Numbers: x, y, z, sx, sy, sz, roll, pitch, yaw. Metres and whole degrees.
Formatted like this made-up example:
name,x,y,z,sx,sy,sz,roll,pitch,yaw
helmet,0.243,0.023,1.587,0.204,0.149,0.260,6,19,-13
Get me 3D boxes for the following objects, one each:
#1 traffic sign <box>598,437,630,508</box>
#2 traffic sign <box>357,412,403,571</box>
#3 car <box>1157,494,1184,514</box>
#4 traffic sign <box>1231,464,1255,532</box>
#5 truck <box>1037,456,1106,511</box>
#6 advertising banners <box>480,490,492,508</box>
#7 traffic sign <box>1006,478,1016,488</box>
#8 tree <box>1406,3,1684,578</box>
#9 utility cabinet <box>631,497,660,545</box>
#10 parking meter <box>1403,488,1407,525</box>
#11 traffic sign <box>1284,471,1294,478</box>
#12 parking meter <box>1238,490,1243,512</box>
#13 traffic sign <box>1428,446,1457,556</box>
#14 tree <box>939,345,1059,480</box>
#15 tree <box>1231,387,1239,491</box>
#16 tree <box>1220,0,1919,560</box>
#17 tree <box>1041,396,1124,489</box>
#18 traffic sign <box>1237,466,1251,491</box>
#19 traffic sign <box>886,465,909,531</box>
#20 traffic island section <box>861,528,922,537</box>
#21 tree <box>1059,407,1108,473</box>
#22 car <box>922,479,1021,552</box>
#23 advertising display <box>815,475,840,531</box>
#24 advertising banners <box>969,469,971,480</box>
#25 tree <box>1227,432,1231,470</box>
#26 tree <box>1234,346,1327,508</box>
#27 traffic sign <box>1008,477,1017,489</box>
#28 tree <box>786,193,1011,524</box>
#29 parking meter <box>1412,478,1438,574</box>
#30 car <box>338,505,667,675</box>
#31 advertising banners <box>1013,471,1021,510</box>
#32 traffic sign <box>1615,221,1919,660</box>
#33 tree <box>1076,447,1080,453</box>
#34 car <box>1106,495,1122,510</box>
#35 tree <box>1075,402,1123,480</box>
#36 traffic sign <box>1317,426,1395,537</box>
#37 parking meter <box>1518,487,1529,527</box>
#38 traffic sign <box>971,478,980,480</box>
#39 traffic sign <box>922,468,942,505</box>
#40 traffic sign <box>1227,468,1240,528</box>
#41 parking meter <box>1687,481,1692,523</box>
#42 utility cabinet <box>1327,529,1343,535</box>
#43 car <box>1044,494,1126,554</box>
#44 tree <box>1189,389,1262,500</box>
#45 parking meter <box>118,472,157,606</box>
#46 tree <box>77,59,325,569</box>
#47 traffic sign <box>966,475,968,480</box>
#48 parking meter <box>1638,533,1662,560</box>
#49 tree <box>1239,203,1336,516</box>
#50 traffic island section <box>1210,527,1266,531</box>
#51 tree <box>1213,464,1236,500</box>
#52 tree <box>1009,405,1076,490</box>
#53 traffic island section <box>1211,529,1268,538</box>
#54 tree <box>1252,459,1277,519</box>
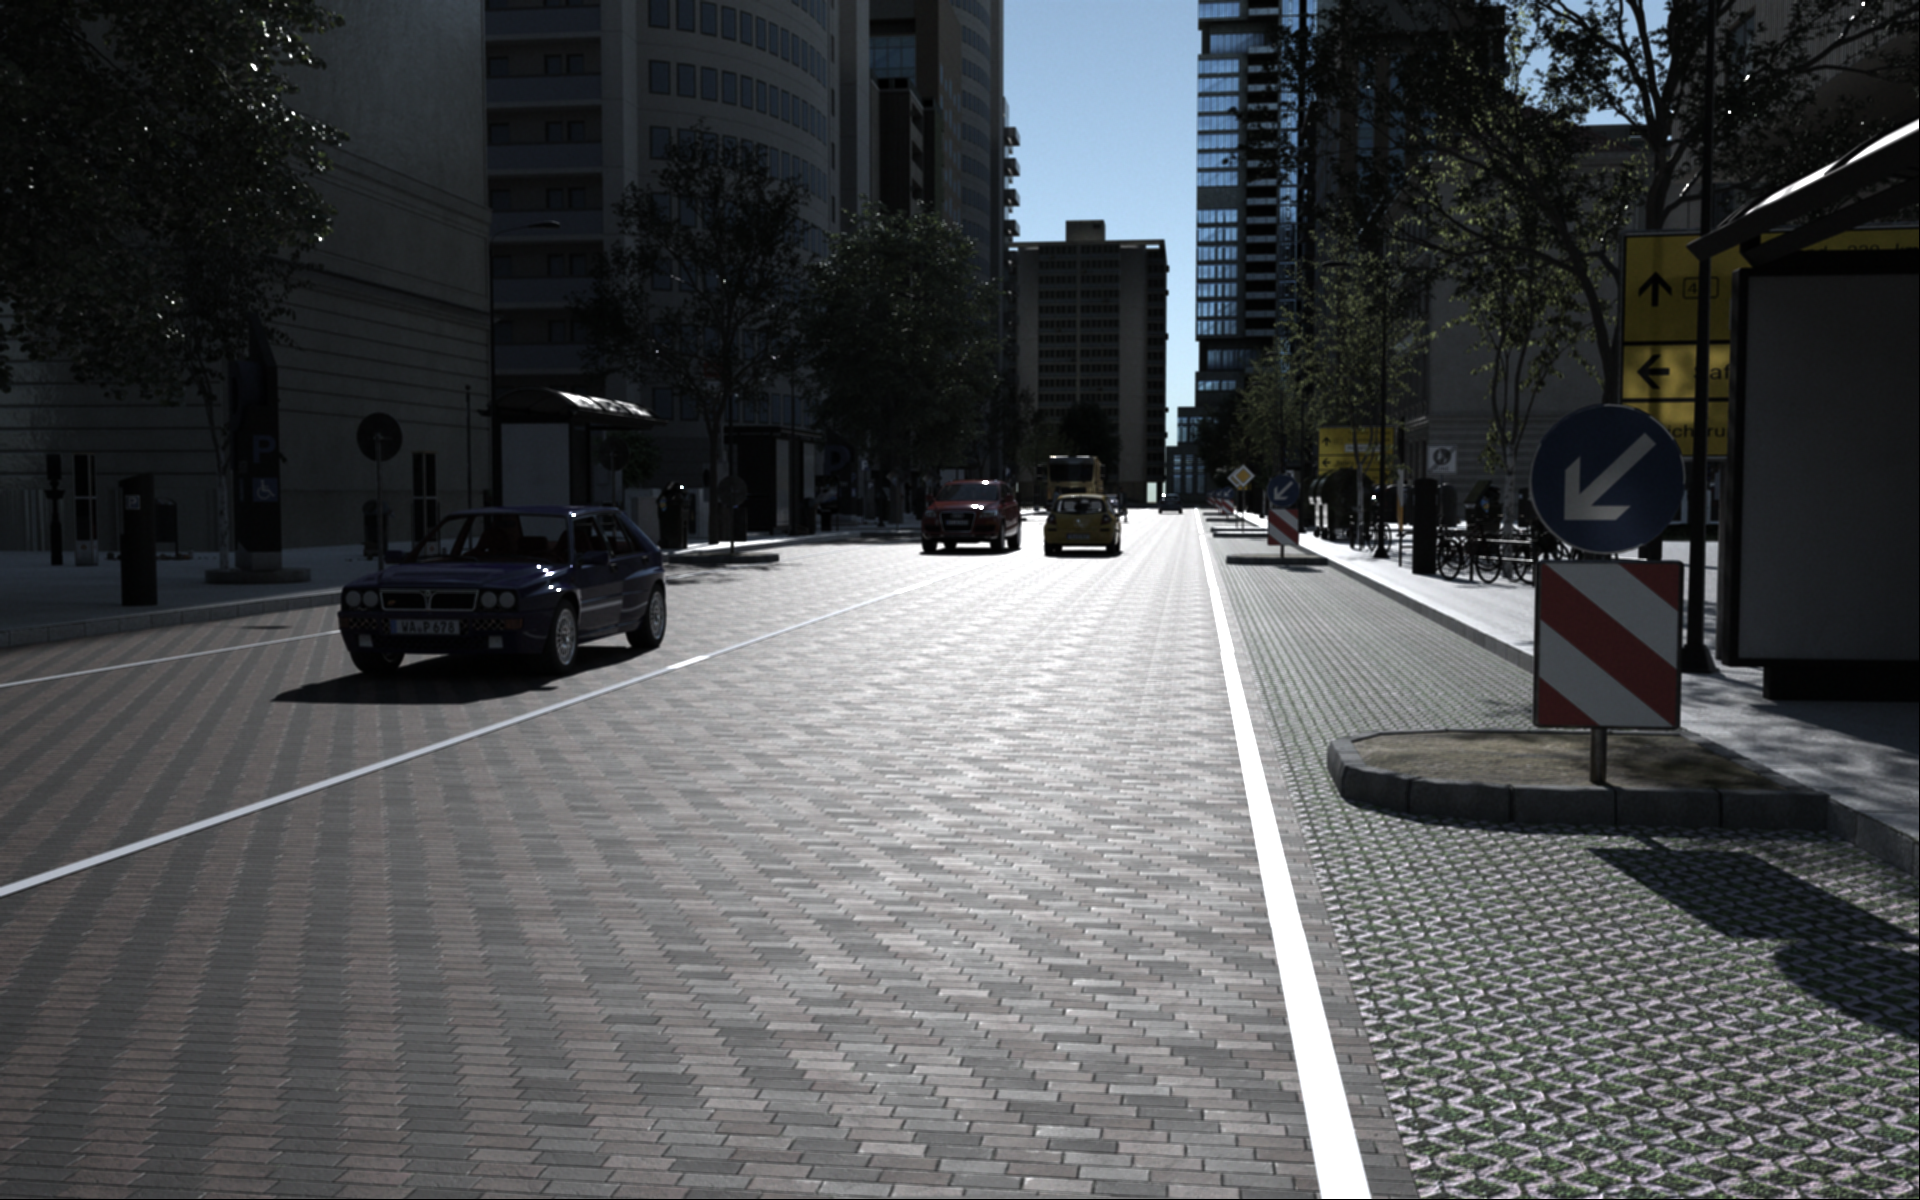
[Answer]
name,x,y,z,sx,sy,sz,roll,pitch,yaw
traffic sign,-7.667,-2.339,38.350,0.768,2.556,0.104,1,4,16
traffic sign,-9.067,-1.648,27.051,0.768,2.556,0.104,1,4,9
car,15.605,-7.121,128.424,2.014,1.417,4.499,0,4,7
traffic sign,9.442,-3.311,57.770,0.795,2.450,0.064,0,4,8
truck,6.085,-5.839,91.393,3.469,3.379,9.791,0,4,7
advertising banners,-12.686,-3.270,49.653,2.074,3.025,0.090,-1,4,-17
traffic sign,3.536,-7.302,120.570,0.795,2.450,0.064,1,4,10
tree,8.611,-4.646,26.324,4.360,8.622,3.978,0,3,0
utility cabinet,-7.837,-1.999,43.853,0.306,1.237,1.020,3,5,43
parking meter,18.578,-3.933,72.708,0.372,1.533,0.369,0,3,0
traffic sign,13.995,-4.409,74.212,0.606,2.300,0.079,1,4,12
parking meter,19.614,-6.890,121.067,0.372,1.533,0.369,0,3,0
traffic sign,10.018,-2.074,36.046,0.606,2.300,0.079,1,4,15
tree,1.432,-10.463,105.490,8.767,10.594,7.601,0,4,2
tree,15.169,-7.989,80.990,4.360,8.622,3.978,0,3,0
tree,7.077,-5.161,18.793,8.767,10.594,7.601,0,4,-6
tree,14.464,-17.428,201.955,9.611,12.733,9.660,0,3,0
traffic sign,20.895,-7.921,123.378,2.265,3.308,0.079,1,4,16
traffic sign,-2.145,-3.407,59.342,0.795,2.450,0.064,0,4,8
traffic island section,-2.170,-2.271,59.407,2.009,0.180,2.903,0,4,8
tree,12.447,-15.370,185.711,7.601,10.594,8.767,2,4,30
car,0.348,-2.200,44.648,2.281,1.827,5.304,1,4,9
advertising display,-4.613,-3.336,59.764,0.974,1.923,0.123,1,4,22
advertising banners,0.576,-7.812,123.911,0.090,3.025,2.074,-1,4,-9
tree,18.076,-9.242,101.462,4.360,8.622,3.978,0,3,0
tree,15.458,-8.275,85.654,4.737,8.622,4.395,0,3,0
traffic sign,3.773,-7.716,126.257,0.768,2.556,0.104,1,4,13
tree,-2.675,-10.278,74.703,9.857,13.997,8.962,0,3,0
parking meter,7.477,-1.189,27.854,0.372,1.533,0.369,0,3,0
car,-3.823,-0.149,15.013,1.945,1.354,3.894,0,4,7
advertising banners,4.384,-8.401,133.546,0.090,3.025,2.074,-1,4,-14
traffic sign,6.202,-1.185,13.255,2.265,3.308,0.079,1,4,12
tree,8.942,-12.921,161.620,4.737,8.622,4.395,0,3,0
car,13.942,-8.956,158.800,2.083,1.381,4.827,0,4,7
tree,16.506,-18.066,213.507,7.486,12.596,7.792,0,3,0
traffic sign,11.825,-3.542,51.786,2.265,3.308,0.079,1,4,11
parking meter,21.713,-3.569,66.770,0.372,1.533,0.369,0,3,0
traffic sign,1.037,-6.812,113.500,0.606,2.300,0.079,0,4,8
traffic sign,-1.082,-3.891,67.256,0.795,2.450,0.064,0,4,8
traffic sign,10.505,-3.795,65.685,0.795,2.450,0.064,0,4,8
parking meter,27.872,-3.678,65.841,0.399,1.863,0.255,0,4,8
utility cabinet,11.705,-2.778,54.105,0.318,1.500,1.173,2,4,25
car,3.047,-1.981,42.614,2.015,1.641,3.980,0,4,8
tree,32.820,-18.623,211.146,9.857,13.997,8.962,0,3,0
parking meter,-9.475,-0.706,19.960,0.372,1.533,0.369,0,3,0
tree,-12.674,-4.824,29.229,4.360,8.622,3.978,0,3,0
traffic sign,0.048,-6.022,98.568,0.768,2.556,0.104,1,4,15
parking meter,13.143,-1.664,32.914,0.399,1.863,0.255,-1,4,-15
tree,9.959,-5.686,43.322,4.360,8.622,3.978,0,3,0
traffic island section,10.530,-2.659,65.759,2.009,0.180,2.903,0,4,8
tree,29.099,-12.523,188.465,4.285,4.588,4.351,0,3,0
tree,5.995,-11.683,141.386,4.737,8.622,4.395,0,3,0
traffic island section,9.467,-2.175,57.845,2.009,0.180,2.903,0,4,8
tree,16.299,-5.875,90.659,1.663,3.219,1.824,0,3,0
